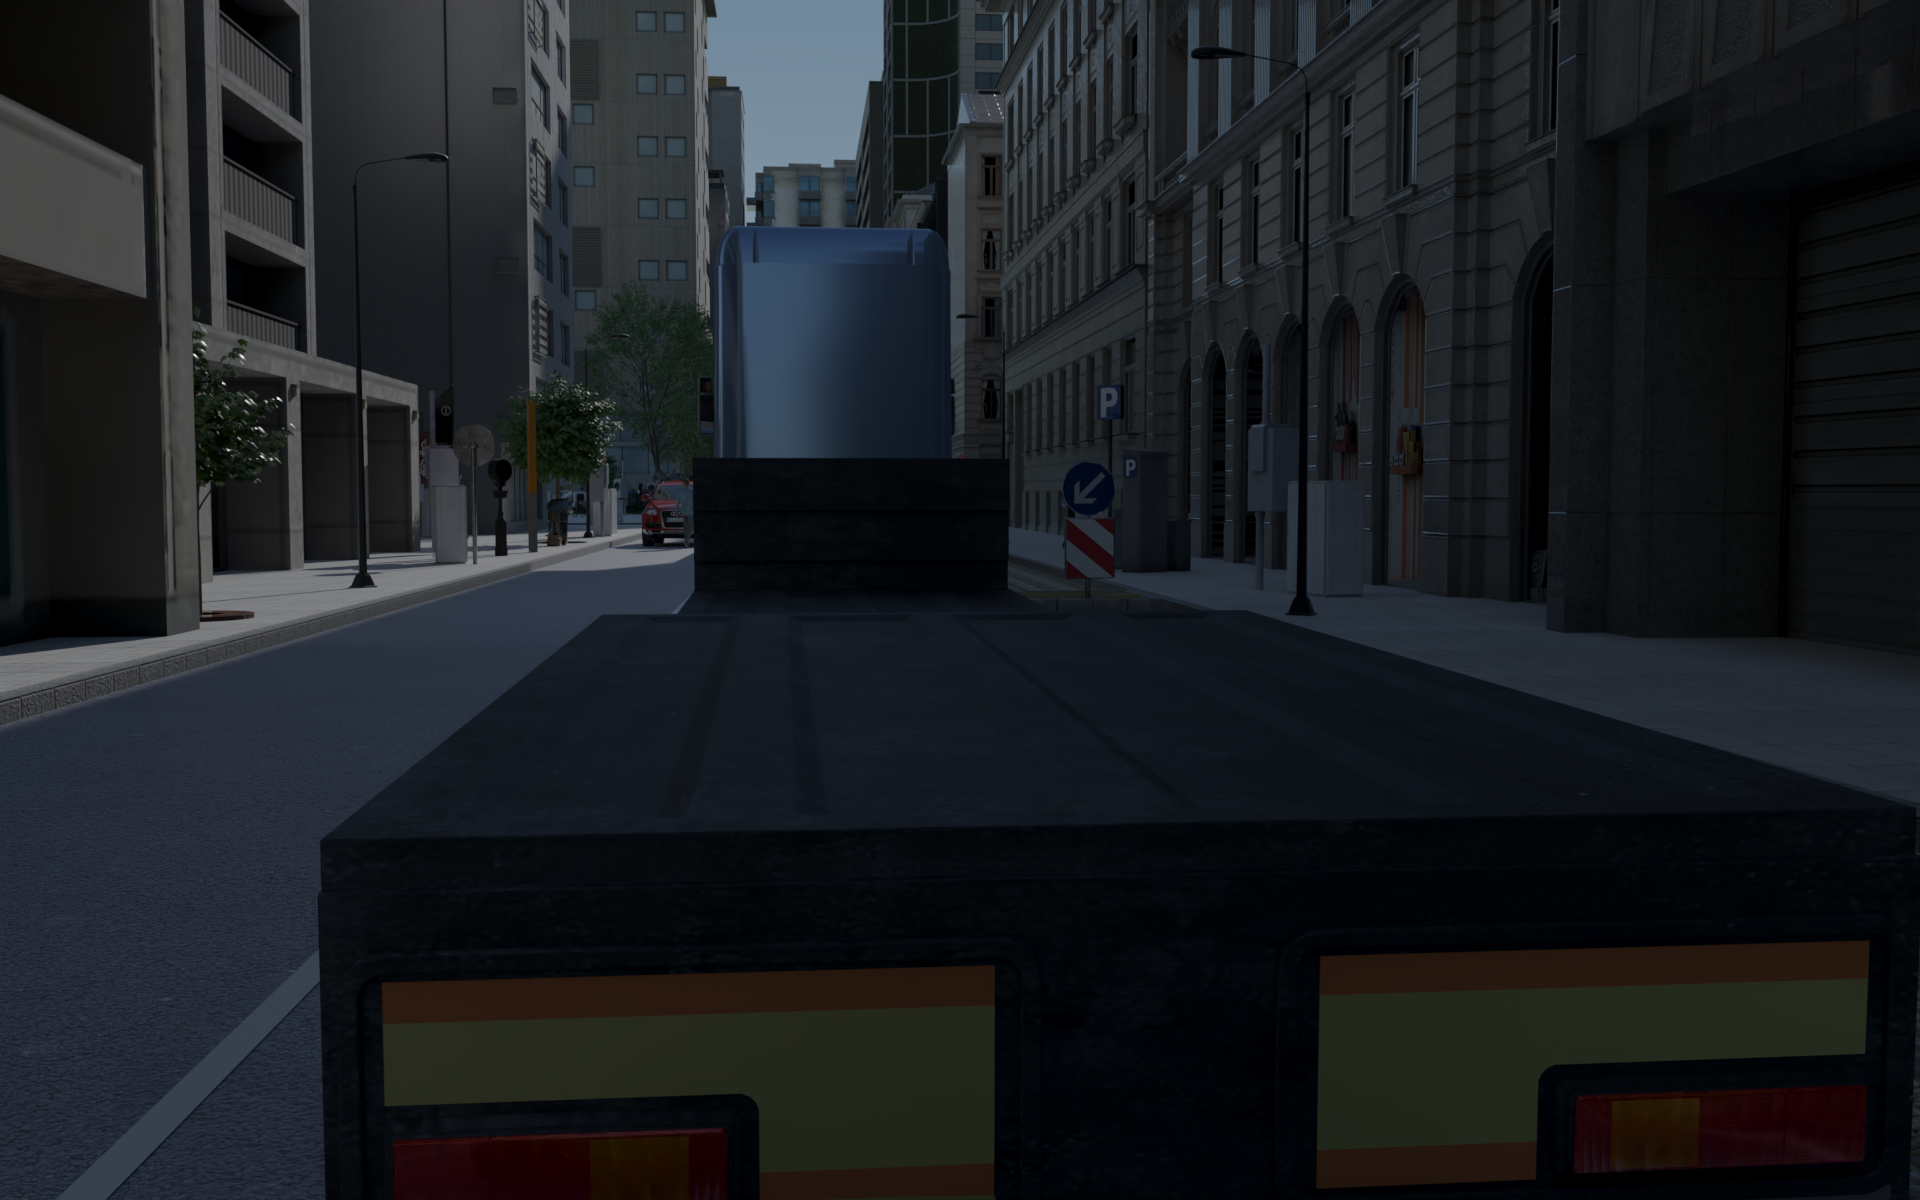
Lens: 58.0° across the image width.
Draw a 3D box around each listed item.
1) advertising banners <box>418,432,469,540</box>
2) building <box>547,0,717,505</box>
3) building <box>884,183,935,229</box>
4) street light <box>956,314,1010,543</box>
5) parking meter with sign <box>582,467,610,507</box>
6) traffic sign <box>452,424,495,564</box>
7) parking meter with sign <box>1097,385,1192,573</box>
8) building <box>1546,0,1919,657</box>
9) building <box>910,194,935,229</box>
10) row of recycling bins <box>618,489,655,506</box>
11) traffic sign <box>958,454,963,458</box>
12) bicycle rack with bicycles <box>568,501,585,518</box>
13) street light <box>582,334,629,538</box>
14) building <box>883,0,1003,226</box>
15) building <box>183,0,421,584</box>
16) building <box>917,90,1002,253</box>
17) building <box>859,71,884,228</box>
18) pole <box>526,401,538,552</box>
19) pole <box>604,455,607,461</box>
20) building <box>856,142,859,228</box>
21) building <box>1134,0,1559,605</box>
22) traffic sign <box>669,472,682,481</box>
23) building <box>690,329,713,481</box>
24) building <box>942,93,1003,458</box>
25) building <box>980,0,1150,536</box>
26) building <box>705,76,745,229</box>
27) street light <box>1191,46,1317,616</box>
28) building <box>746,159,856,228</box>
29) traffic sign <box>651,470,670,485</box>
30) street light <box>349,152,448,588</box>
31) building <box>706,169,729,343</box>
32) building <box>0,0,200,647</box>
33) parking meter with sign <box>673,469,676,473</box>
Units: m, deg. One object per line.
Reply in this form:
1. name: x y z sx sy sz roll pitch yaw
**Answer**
1. advertising banners: -14.484 -3.194 48.413 2.074 3.025 0.090 2 4 34
2. building: -37.910 -35.201 164.771 28.713 52.752 27.495 0 4 -5
3. building: 1.034 -21.786 143.588 14.401 28.519 23.554 0 4 -5
4. street light: 0.596 -4.422 44.840 1.470 5.913 1.316 0 4 -5
5. parking meter with sign: -23.718 -7.127 112.782 1.738 3.016 0.543 0 4 3
6. traffic sign: -8.849 -1.922 31.529 0.768 2.556 0.104 0 4 -1
7. parking meter with sign: 3.056 -1.963 28.348 1.738 3.016 0.543 -3 4 -39
8. building: 12.449 -11.515 6.289 12.078 24.808 19.932 0 4 -5
9. building: 2.106 -17.930 122.040 11.050 23.489 19.941 0 4 -5
10. row of recycling bins: -24.289 -7.559 130.695 3.534 1.692 1.069 -1 4 -18
11. traffic sign: 0.013 -3.427 56.029 0.884 2.594 0.081 0 4 -2
12. bicycle rack with bicycles: -22.157 -5.003 95.176 2.852 0.926 2.925 -2 4 -32
13. street light: -10.287 -4.757 50.322 1.470 5.913 1.316 0 4 -5
14. building: 0.823 -45.027 174.448 20.563 71.187 20.611 0 4 -5
15. building: -21.924 -36.286 31.528 20.563 71.187 20.611 0 4 -5
16. building: 4.131 -16.768 103.833 12.332 23.373 15.834 0 4 -5
17. building: -0.002 -35.016 196.221 21.300 48.544 21.600 0 4 -5
18. pole: -9.400 -2.703 38.040 0.158 3.312 0.155 0 3 0
19. pole: -18.707 -5.967 91.407 0.158 3.312 0.155 0 3 0
20. building: -2.030 -36.339 217.845 21.300 48.544 21.600 0 4 -5
21. building: 11.227 -11.415 28.443 13.314 21.916 24.055 0 4 -5
22. traffic sign: -12.985 -4.590 78.695 0.795 2.450 0.064 0 4 -5
23. building: -41.319 -21.344 194.015 27.650 21.520 28.899 0 4 -5
24. building: 8.579 -14.532 86.742 18.267 20.994 9.793 0 4 -5
25. building: 10.244 -13.588 55.446 16.112 22.955 30.059 0 4 -5
26. building: -44.715 -43.090 246.512 28.212 58.520 21.231 0 4 -5
27. street light: 3.087 -2.791 18.173 1.470 5.913 1.316 0 4 -5
28. building: -15.361 -38.604 250.790 30.456 49.044 23.786 0 4 -5
29. traffic sign: -12.233 -4.104 70.746 0.795 2.450 0.064 0 4 -5
30. street light: -7.662 -3.127 23.668 1.470 5.913 1.316 0 4 -5
31. building: -36.130 -32.744 218.952 14.086 41.232 14.154 0 4 -5
32. building: -16.828 -23.230 3.519 21.300 48.544 21.600 0 4 -5
33. parking meter with sign: -19.099 -7.625 120.925 1.738 3.016 0.543 0 4 -1
